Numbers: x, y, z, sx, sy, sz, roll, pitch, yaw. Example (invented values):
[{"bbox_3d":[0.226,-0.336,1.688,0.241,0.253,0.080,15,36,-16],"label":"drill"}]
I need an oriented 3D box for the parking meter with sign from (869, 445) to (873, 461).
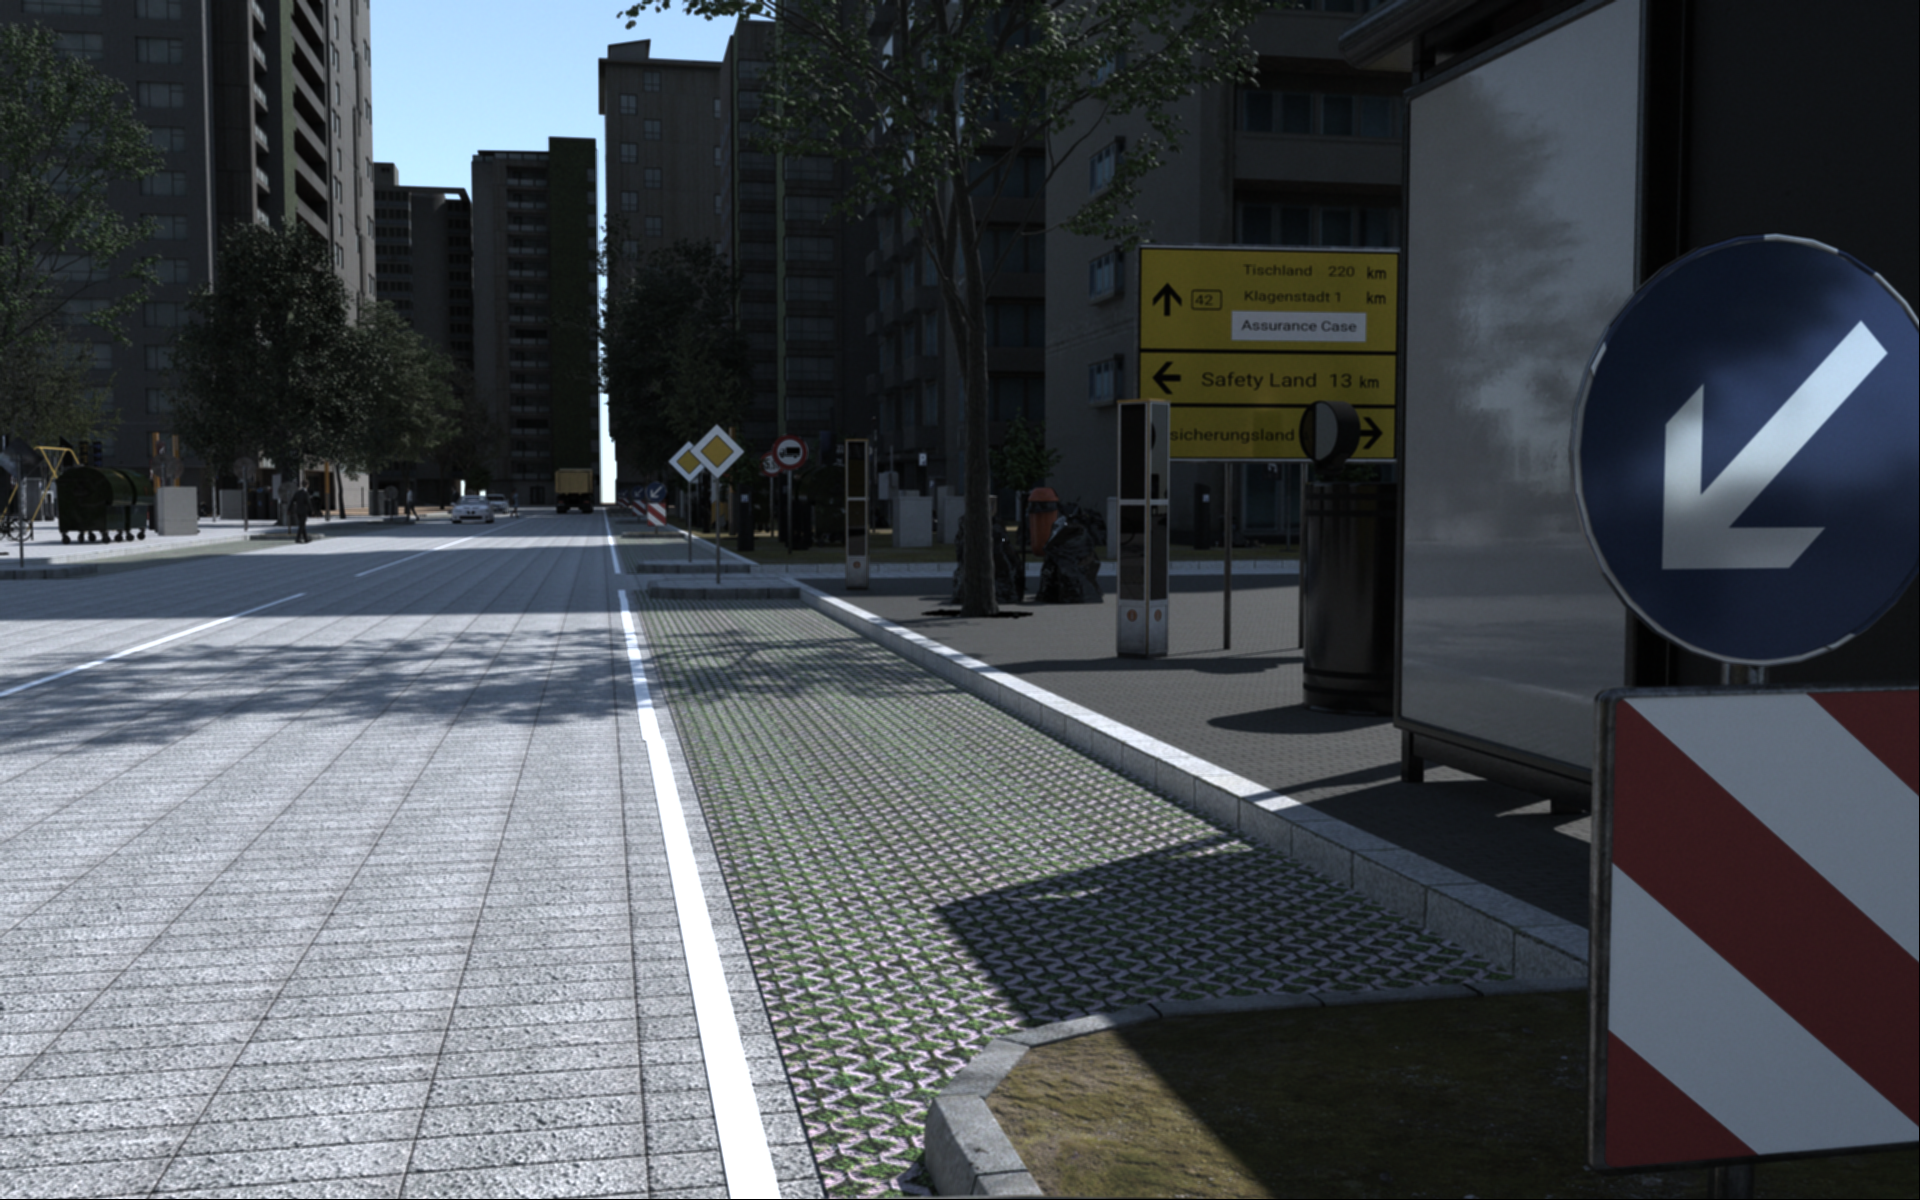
[{"bbox_3d":[-3.719,-4.066,62.743,0.543,3.016,1.738,-2,4,-29],"label":"parking meter with sign"}]

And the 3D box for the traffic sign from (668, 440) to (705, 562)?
[{"bbox_3d":[-5.080,-1.766,32.521,0.795,2.450,0.064,-1,4,-12],"label":"traffic sign"}]

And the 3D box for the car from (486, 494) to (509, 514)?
[{"bbox_3d":[-33.179,-6.826,123.613,2.014,1.417,4.499,-1,4,-11],"label":"car"}]

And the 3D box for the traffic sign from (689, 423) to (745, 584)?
[{"bbox_3d":[-3.459,-1.288,24.702,0.795,2.450,0.064,-1,4,-12],"label":"traffic sign"}]

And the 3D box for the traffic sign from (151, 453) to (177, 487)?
[{"bbox_3d":[-24.880,-3.304,54.129,0.768,2.556,0.104,0,4,-8],"label":"traffic sign"}]

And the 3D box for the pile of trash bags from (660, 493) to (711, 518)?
[{"bbox_3d":[-15.435,-5.333,96.945,3.447,1.369,1.912,2,4,27],"label":"pile of trash bags"}]

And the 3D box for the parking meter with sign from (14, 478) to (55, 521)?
[{"bbox_3d":[-44.107,-5.269,82.416,1.738,3.016,0.543,-1,4,-9],"label":"parking meter with sign"}]

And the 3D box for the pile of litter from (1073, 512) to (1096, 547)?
[{"bbox_3d":[2.613,-1.635,40.697,1.176,0.858,1.719,2,4,32],"label":"pile of litter"}]

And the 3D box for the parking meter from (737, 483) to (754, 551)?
[{"bbox_3d":[-4.827,-1.870,38.984,0.372,1.533,0.369,0,3,0],"label":"parking meter"}]

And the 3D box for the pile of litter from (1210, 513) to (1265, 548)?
[{"bbox_3d":[6.690,-1.708,41.889,1.176,0.858,1.719,-1,4,-12],"label":"pile of litter"}]

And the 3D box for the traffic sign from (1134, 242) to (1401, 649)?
[{"bbox_3d":[2.530,-1.247,14.262,2.265,3.308,0.079,0,4,-8],"label":"traffic sign"}]

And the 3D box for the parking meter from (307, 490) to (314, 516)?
[{"bbox_3d":[-37.214,-5.556,99.244,0.372,1.533,0.369,0,3,0],"label":"parking meter"}]

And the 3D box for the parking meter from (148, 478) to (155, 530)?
[{"bbox_3d":[-28.820,-3.433,61.839,0.255,1.863,0.399,-1,4,-16],"label":"parking meter"}]

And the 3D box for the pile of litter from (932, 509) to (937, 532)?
[{"bbox_3d":[-0.777,-2.747,58.883,1.176,0.858,1.719,-1,4,-13],"label":"pile of litter"}]

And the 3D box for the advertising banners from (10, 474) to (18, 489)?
[{"bbox_3d":[-49.167,-5.819,91.328,2.074,3.025,0.090,0,4,4],"label":"advertising banners"}]

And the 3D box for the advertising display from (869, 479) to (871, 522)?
[{"bbox_3d":[-3.862,-4.169,73.370,0.123,1.923,0.974,0,4,1],"label":"advertising display"}]

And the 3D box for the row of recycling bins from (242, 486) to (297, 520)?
[{"bbox_3d":[-34.166,-4.818,85.889,3.534,1.692,1.069,2,4,25],"label":"row of recycling bins"}]

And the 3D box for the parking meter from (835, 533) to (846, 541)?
[{"bbox_3d":[-3.256,-2.568,47.701,0.399,1.863,0.255,2,4,24],"label":"parking meter"}]

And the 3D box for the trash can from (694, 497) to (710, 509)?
[{"bbox_3d":[-11.538,-4.027,77.489,0.748,1.137,0.748,0,3,0],"label":"trash can"}]

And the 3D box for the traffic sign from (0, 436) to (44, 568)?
[{"bbox_3d":[-16.389,-1.625,30.206,0.795,2.450,0.064,-1,4,-12],"label":"traffic sign"}]

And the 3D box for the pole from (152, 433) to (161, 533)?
[{"bbox_3d":[-26.627,-3.889,57.432,0.158,3.312,0.155,0,3,0],"label":"pole"}]

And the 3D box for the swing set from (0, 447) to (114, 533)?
[{"bbox_3d":[-30.526,-3.711,58.300,2.862,2.851,3.119,-1,4,-9],"label":"swing set"}]

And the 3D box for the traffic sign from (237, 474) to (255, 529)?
[{"bbox_3d":[-25.928,-3.719,62.929,0.606,2.300,0.079,0,4,-5],"label":"traffic sign"}]

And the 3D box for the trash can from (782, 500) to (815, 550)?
[{"bbox_3d":[-3.694,-1.708,39.578,0.748,1.137,0.748,0,3,0],"label":"trash can"}]

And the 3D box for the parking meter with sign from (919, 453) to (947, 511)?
[{"bbox_3d":[-0.933,-4.759,74.078,1.738,3.016,0.543,-3,5,-42],"label":"parking meter with sign"}]

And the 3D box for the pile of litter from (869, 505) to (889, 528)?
[{"bbox_3d":[-3.433,-3.196,66.215,1.719,0.858,1.176,-2,4,-27],"label":"pile of litter"}]

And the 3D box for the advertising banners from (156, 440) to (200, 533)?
[{"bbox_3d":[-25.436,-3.675,56.277,2.074,3.025,0.090,2,4,30],"label":"advertising banners"}]

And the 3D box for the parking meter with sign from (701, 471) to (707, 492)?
[{"bbox_3d":[-15.282,-6.554,103.415,0.543,3.016,1.738,-1,4,-9],"label":"parking meter with sign"}]

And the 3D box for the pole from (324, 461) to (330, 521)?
[{"bbox_3d":[-30.062,-5.407,82.253,0.158,3.312,0.155,0,3,0],"label":"pole"}]

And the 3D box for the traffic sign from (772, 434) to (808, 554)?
[{"bbox_3d":[-3.623,-2.249,36.871,0.768,2.556,0.104,-1,4,-11],"label":"traffic sign"}]

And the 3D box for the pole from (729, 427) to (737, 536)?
[{"bbox_3d":[-6.947,-3.616,52.958,0.158,3.312,0.155,0,3,0],"label":"pole"}]

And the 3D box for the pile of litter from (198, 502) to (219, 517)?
[{"bbox_3d":[-41.786,-5.041,96.386,1.176,0.858,1.719,0,4,5],"label":"pile of litter"}]

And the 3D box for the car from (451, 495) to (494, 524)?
[{"bbox_3d":[-24.137,-4.497,85.895,2.083,1.381,4.827,-1,4,-13],"label":"car"}]

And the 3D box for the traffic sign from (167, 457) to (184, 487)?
[{"bbox_3d":[-26.785,-3.596,58.896,0.768,2.556,0.104,-1,4,-10],"label":"traffic sign"}]

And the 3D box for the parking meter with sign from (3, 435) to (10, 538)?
[{"bbox_3d":[-28.753,-3.321,50.559,1.738,3.016,0.543,-3,4,-36],"label":"parking meter with sign"}]

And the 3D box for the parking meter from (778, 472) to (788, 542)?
[{"bbox_3d":[-4.649,-2.480,46.256,0.399,1.863,0.255,-1,4,-16],"label":"parking meter"}]

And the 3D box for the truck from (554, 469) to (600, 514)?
[{"bbox_3d":[-29.007,-8.243,130.696,3.469,3.379,9.791,-1,4,-10],"label":"truck"}]

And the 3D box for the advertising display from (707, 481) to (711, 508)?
[{"bbox_3d":[-12.176,-4.986,86.732,0.974,1.923,0.123,-1,4,-22],"label":"advertising display"}]

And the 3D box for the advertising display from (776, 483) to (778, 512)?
[{"bbox_3d":[-10.198,-5.838,100.658,0.974,1.923,0.123,0,4,-1],"label":"advertising display"}]

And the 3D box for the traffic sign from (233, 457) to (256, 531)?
[{"bbox_3d":[-24.756,-3.660,59.944,0.768,2.556,0.104,0,4,-5],"label":"traffic sign"}]

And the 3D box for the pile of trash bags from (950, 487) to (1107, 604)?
[{"bbox_3d":[0.910,-0.734,21.747,1.912,1.369,3.447,0,4,7],"label":"pile of trash bags"}]

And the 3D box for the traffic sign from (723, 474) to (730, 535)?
[{"bbox_3d":[-7.126,-3.274,53.630,0.768,2.556,0.104,0,4,-4],"label":"traffic sign"}]

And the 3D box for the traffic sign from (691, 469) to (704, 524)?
[{"bbox_3d":[-10.328,-4.035,68.102,0.606,2.300,0.079,0,4,-2],"label":"traffic sign"}]

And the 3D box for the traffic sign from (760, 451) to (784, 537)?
[{"bbox_3d":[-5.615,-3.160,51.776,0.768,2.556,0.104,-1,4,-8],"label":"traffic sign"}]

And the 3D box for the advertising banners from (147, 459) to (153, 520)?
[{"bbox_3d":[-40.310,-5.488,85.911,0.090,3.025,2.074,-1,4,-8],"label":"advertising banners"}]

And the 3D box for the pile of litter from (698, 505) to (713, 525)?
[{"bbox_3d":[-10.370,-3.486,70.966,1.176,0.858,1.719,3,5,39],"label":"pile of litter"}]

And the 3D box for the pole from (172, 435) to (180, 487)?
[{"bbox_3d":[-27.098,-4.041,59.913,0.158,3.312,0.155,0,3,0],"label":"pole"}]
